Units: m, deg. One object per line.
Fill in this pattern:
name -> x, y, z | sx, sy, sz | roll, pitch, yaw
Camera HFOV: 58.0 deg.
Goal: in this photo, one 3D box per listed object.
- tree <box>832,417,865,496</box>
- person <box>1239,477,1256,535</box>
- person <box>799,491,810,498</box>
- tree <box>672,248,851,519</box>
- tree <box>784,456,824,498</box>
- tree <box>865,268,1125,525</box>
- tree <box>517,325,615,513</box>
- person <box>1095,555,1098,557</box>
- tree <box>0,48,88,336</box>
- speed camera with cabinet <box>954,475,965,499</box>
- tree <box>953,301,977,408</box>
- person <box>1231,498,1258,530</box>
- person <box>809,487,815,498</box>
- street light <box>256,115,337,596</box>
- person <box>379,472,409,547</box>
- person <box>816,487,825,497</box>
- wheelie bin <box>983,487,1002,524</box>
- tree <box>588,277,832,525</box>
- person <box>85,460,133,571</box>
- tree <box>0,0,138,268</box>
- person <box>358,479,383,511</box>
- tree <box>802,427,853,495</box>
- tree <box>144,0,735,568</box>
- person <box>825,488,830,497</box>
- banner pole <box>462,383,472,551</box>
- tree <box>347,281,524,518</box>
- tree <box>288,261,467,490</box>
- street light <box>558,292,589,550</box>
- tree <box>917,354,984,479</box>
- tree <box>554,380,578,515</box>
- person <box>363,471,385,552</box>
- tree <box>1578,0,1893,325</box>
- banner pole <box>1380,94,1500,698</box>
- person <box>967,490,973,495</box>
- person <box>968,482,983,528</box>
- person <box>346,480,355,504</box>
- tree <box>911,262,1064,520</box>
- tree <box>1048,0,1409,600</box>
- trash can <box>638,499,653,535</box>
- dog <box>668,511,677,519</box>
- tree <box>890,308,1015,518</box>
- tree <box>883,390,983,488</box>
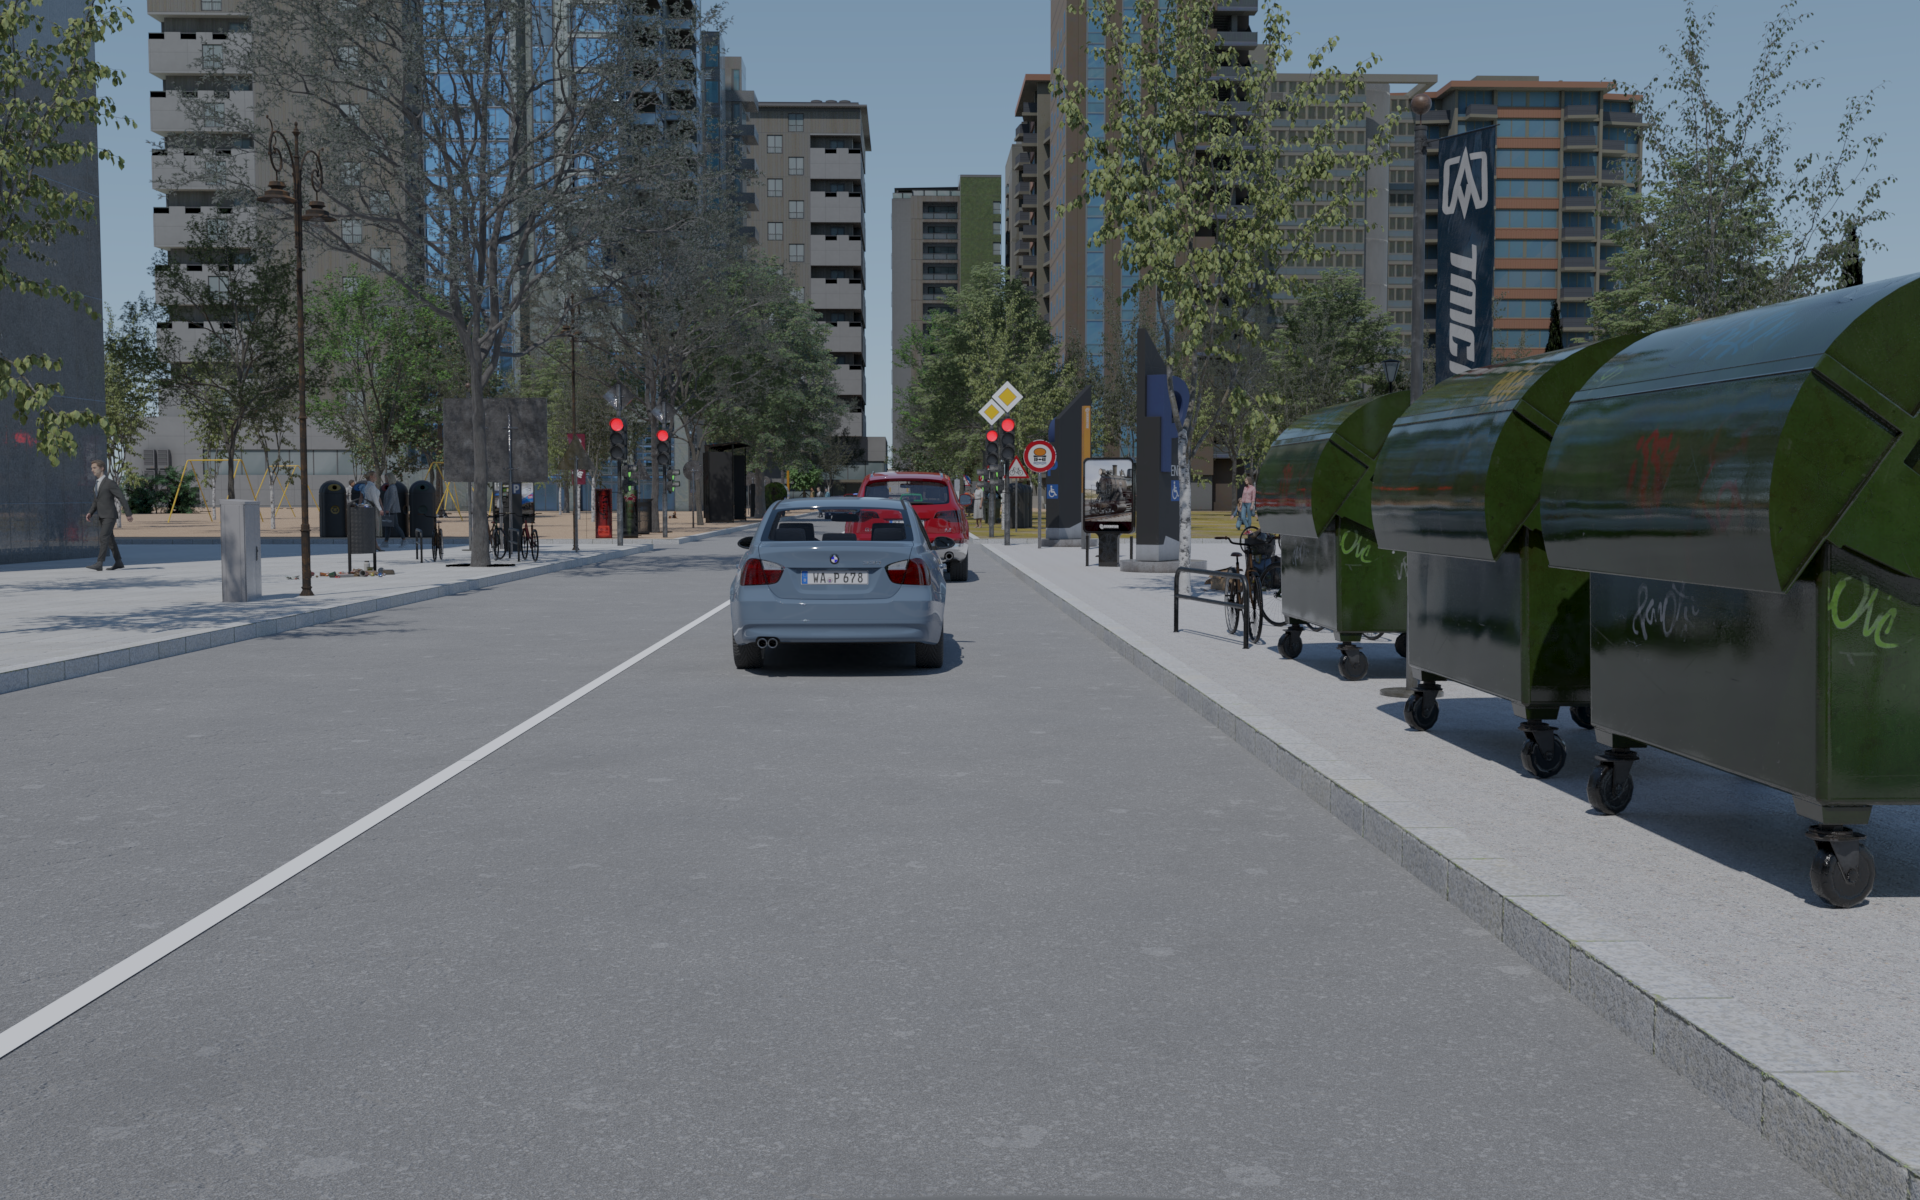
tree -> -14.222, -15.941, 195.042 | 8.767, 10.594, 7.601 | 1, 4, 18
person -> 8.979, -2.944, 54.185 | 0.555, 1.821, 0.388 | 3, 5, 39
person -> -18.030, -11.924, 201.092 | 1.348, 1.812, 0.705 | 1, 4, 10
tree -> -10.302, -11.196, 89.713 | 9.857, 13.997, 8.962 | 0, 3, 0
tree -> -13.084, -9.809, 144.088 | 4.285, 4.588, 4.351 | 0, 3, 0
tree -> 1.605, -8.395, 71.675 | 7.601, 10.594, 8.767 | 2, 4, 25
tree -> -26.484, -12.139, 116.596 | 7.486, 12.596, 7.792 | 0, 3, 0
person -> 2.919, -1.803, 34.886 | 0.474, 1.900, 0.648 | 1, 4, 13
tree -> -13.090, -4.310, 20.839 | 4.360, 8.622, 3.978 | 0, 3, 0
speed camera with cabinet -> -0.123, -6.997, 108.731 | 0.660, 3.252, 2.038 | 1, 4, 10
tree -> 1.764, -6.834, 62.093 | 4.737, 8.622, 4.395 | 0, 3, 0
person -> 10.043, -3.029, 61.057 | 1.012, 1.151, 0.738 | 1, 4, 11
person -> -11.792, -8.070, 138.077 | 0.705, 1.812, 1.348 | -1, 4, -19
street light -> -8.238, -2.989, 21.666 | 0.468, 5.910, 1.993 | 0, 4, -2
person -> -13.613, -2.159, 41.519 | 0.728, 1.800, 0.709 | -1, 4, -17
person -> -8.474, -5.888, 104.544 | 0.659, 1.850, 0.755 | 2, 4, 35
wheelie bin -> 1.396, -4.092, 74.818 | 0.693, 1.594, 0.980 | -2, 4, -28
tree -> -10.747, -8.349, 70.925 | 8.767, 10.594, 7.601 | -2, 4, -23
person -> -14.339, -1.416, 28.967 | 0.659, 1.850, 0.755 | 2, 4, 33
tree -> -9.005, -3.943, 14.831 | 4.737, 8.622, 4.395 | 0, 3, 0
person -> -14.568, -2.243, 42.810 | 0.616, 1.811, 0.778 | 0, 4, -3
tree -> -12.848, -13.505, 171.173 | 4.360, 8.622, 3.978 | 0, 3, 0
tree -> -8.389, -7.322, 30.078 | 12.009, 13.543, 11.850 | 0, 3, 0
person -> -9.204, -6.875, 120.765 | 0.748, 1.841, 0.638 | 2, 4, 24
banner pole -> -11.089, -3.017, 39.337 | 0.401, 3.779, 0.863 | 0, 4, -3
tree -> -27.716, -10.721, 92.294 | 9.611, 12.733, 9.660 | 0, 3, 0
tree -> -25.827, -9.244, 76.900 | 9.928, 11.665, 9.643 | 0, 3, 0
street light -> -8.800, -4.080, 39.492 | 0.468, 5.910, 1.993 | 0, 4, -2
tree -> -0.273, -14.022, 139.628 | 12.009, 13.543, 11.850 | 0, 3, 0
tree -> -25.104, -9.638, 107.940 | 4.737, 8.622, 4.395 | 0, 3, 0
person -> -13.126, -1.971, 38.491 | 0.641, 1.798, 0.478 | -1, 4, -21
tree -> 11.617, -4.632, 26.103 | 4.360, 8.622, 3.978 | 0, 3, 0
banner pole -> 2.995, -1.268, 10.741 | 0.401, 3.779, 0.863 | -2, 4, -29
person -> 0.840, -10.252, 173.604 | 1.348, 1.831, 0.705 | 0, 4, -6
person -> 0.615, -3.574, 65.046 | 0.524, 1.755, 0.480 | -3, 5, -40
person -> -23.554, -3.727, 66.832 | 0.795, 1.843, 0.661 | 1, 4, 22
tree -> 1.639, -10.205, 84.979 | 7.486, 12.596, 7.792 | 0, 3, 0
tree -> 2.809, -4.294, 20.571 | 4.737, 8.622, 4.395 | 0, 3, 0
trash can -> -10.058, -2.640, 54.810 | 0.748, 1.137, 0.748 | 0, 3, 0
dog -> -15.075, -4.452, 90.532 | 0.748, 0.427, 0.550 | -1, 4, -14
tree -> -0.008, -10.330, 94.650 | 9.928, 11.665, 9.643 | 0, 3, 0
tree -> -1.623, -14.527, 154.530 | 9.611, 12.733, 9.660 | 0, 3, 0
